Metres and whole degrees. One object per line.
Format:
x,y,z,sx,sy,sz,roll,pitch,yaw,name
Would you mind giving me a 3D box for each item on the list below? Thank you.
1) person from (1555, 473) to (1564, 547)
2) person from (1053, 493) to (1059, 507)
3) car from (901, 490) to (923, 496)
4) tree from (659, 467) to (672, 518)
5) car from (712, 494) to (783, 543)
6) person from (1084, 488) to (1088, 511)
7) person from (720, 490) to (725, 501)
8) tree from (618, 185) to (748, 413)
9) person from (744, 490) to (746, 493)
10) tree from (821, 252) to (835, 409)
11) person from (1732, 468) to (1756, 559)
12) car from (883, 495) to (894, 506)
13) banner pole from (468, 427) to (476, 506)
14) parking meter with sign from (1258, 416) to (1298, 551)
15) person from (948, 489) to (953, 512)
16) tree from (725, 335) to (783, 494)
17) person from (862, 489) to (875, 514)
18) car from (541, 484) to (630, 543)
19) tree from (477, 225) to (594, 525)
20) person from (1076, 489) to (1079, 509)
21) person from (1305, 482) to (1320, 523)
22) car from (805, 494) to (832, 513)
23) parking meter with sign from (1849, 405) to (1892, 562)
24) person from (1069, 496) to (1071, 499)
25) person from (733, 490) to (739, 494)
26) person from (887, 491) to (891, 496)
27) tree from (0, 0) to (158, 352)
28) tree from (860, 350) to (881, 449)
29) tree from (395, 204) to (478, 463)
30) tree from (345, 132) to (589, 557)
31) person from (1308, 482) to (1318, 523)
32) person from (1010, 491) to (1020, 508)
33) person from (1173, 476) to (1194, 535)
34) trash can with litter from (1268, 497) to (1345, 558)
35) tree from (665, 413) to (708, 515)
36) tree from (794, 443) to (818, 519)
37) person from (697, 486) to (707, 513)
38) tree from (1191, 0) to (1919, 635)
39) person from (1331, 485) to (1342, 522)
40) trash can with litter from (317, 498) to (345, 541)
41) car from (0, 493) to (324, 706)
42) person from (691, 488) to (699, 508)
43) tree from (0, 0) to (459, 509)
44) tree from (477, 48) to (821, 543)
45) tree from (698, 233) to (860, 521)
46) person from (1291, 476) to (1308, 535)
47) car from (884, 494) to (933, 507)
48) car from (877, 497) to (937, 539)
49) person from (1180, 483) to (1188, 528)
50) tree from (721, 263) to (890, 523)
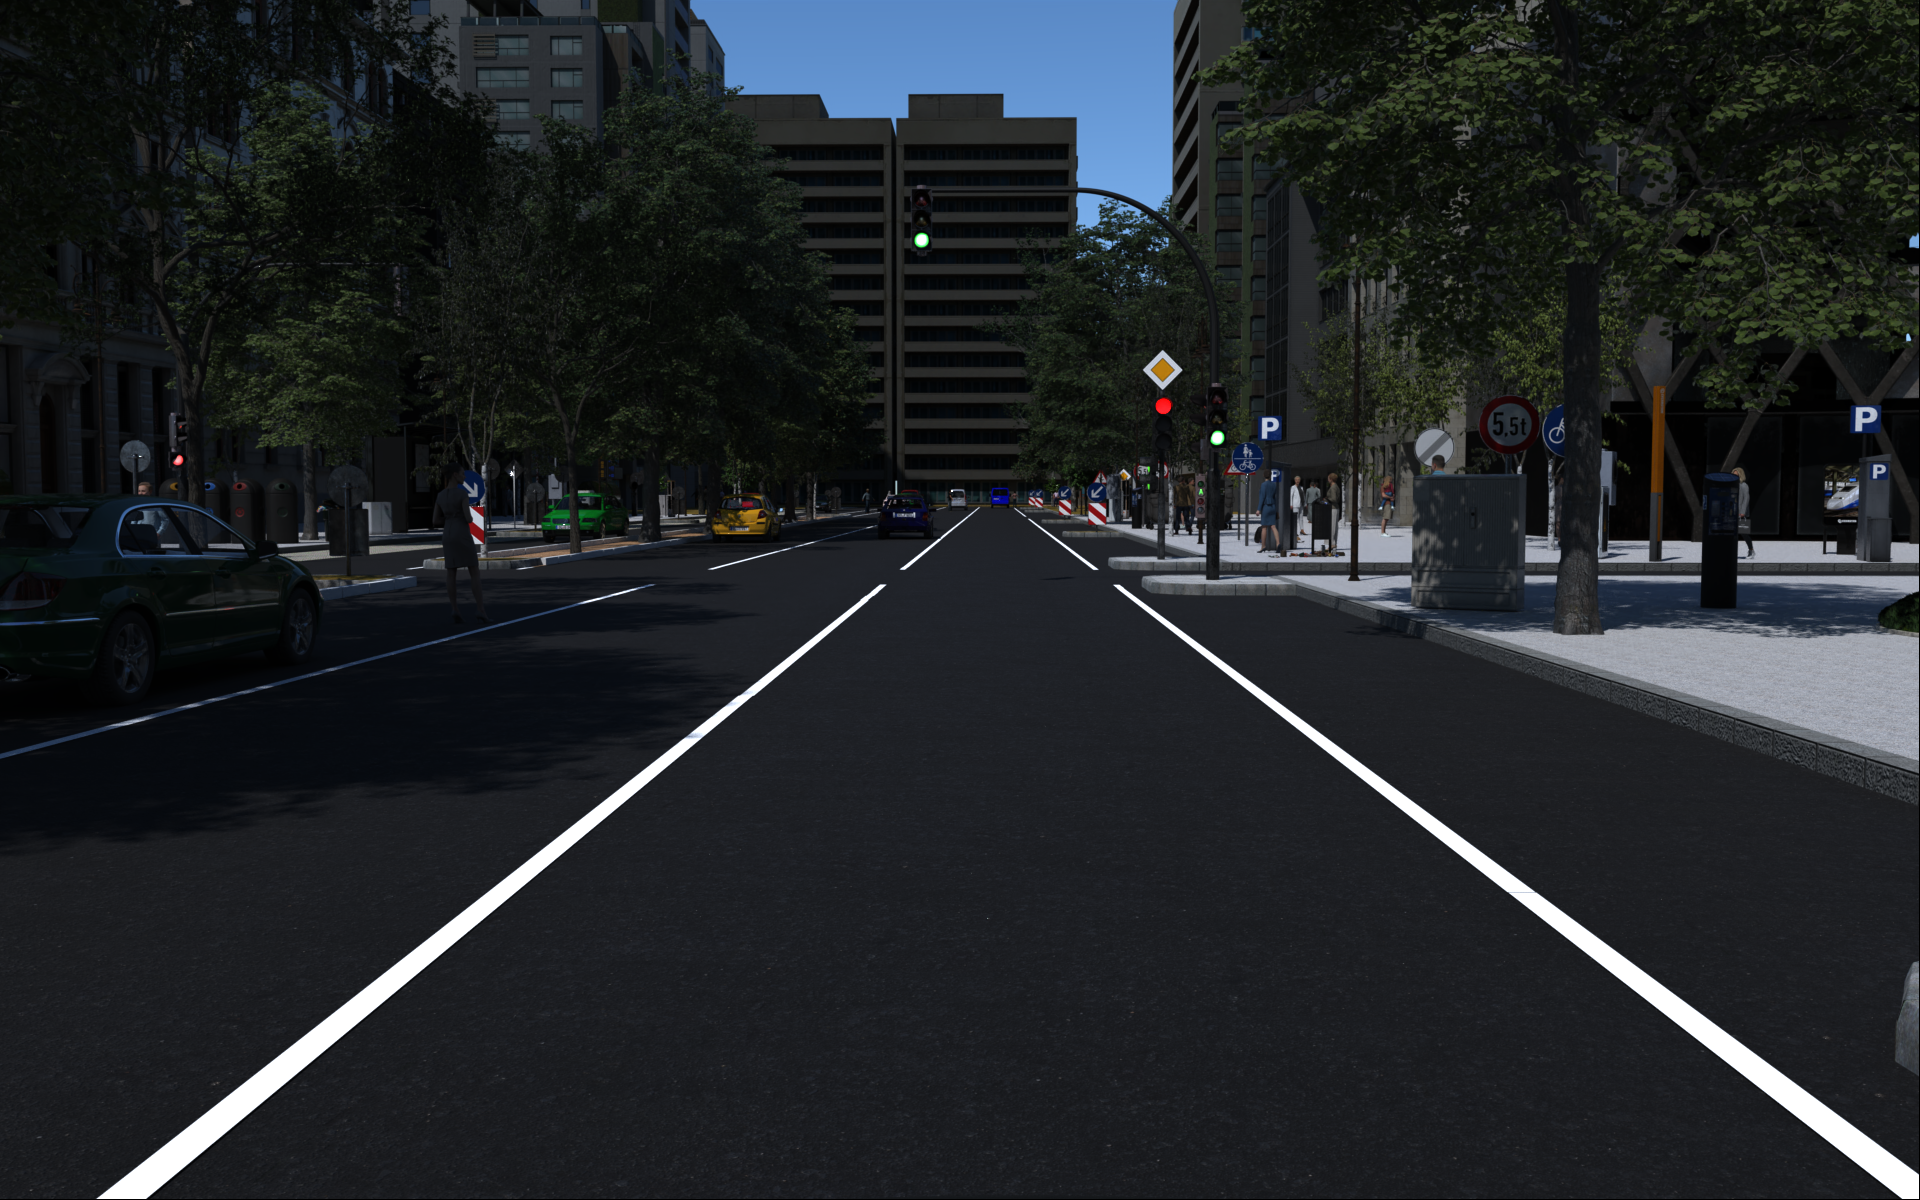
14.696,-2.186,42.126,0.374,1.781,0.599,-2,4,-32,person
9.571,-10.103,172.172,0.756,1.711,0.436,2,4,35,person
-4.460,-9.019,156.137,2.281,1.827,5.304,0,4,0,car
-16.852,-6.116,94.606,1.663,3.219,1.824,0,3,0,tree
-6.367,-2.555,51.990,2.015,1.641,3.980,0,4,0,car
9.455,-7.601,130.338,0.705,1.822,1.348,0,4,1,person
-23.003,-9.830,167.693,0.756,1.711,0.436,3,5,40,person
-9.129,-6.389,41.326,8.767,10.594,7.601,0,4,1,tree
-21.716,-10.401,175.968,0.599,1.838,0.709,-3,4,-37,person
-8.782,-9.301,61.183,9.857,13.997,8.962,0,3,0,tree
15.363,-1.703,34.077,0.728,1.800,0.709,-1,4,-8,person
-4.807,-7.276,131.318,2.083,1.381,4.827,0,4,2,car
-17.931,-4.507,63.701,0.401,3.779,0.863,-2,4,-32,banner pole
7.282,-2.642,39.460,0.543,3.016,1.738,2,4,26,parking meter with sign
-0.778,-8.065,140.370,0.705,1.822,1.348,-1,4,-11,person
-8.722,-7.089,68.729,4.737,8.622,4.395,0,3,0,tree
-6.750,-7.238,126.916,0.705,1.814,1.350,3,4,38,person
-11.303,-2.668,52.420,1.959,1.807,4.718,0,4,3,car
-18.072,-9.322,70.549,7.486,12.596,7.792,0,3,0,tree
9.796,-8.607,146.401,0.705,1.869,1.348,-1,4,-21,person
15.507,-4.279,76.108,0.635,1.810,0.391,0,4,-1,person
-10.838,-7.527,132.857,2.009,1.686,4.222,0,4,2,car
17.565,-2.266,33.310,0.543,3.016,1.738,1,4,15,parking meter with sign
12.421,-11.090,190.371,0.990,1.755,0.434,0,4,2,person
-22.523,-10.256,174.538,0.445,1.727,0.742,3,5,43,person
-6.699,-9.635,166.770,0.721,1.736,1.217,2,4,32,person
-9.641,-5.682,13.477,7.486,12.596,7.792,0,3,0,tree
-8.166,-10.555,93.158,7.486,12.596,7.792,0,3,0,tree
-18.227,-7.959,48.250,7.486,12.596,7.792,0,3,0,tree
-9.717,-5.046,35.328,4.360,8.622,3.978,0,3,0,tree
15.627,-4.308,76.658,0.511,1.800,0.466,-1,4,-16,person
5.623,-10.362,178.619,1.217,1.736,0.721,-1,4,-20,person
7.019,-2.964,54.416,0.656,1.842,0.836,-2,4,-31,person
7.090,-1.504,35.651,2.233,1.210,1.678,-2,4,-34,trash can with litter
-16.058,-11.042,106.296,9.928,11.665,9.643,0,3,0,tree
-8.330,-8.959,99.294,4.360,8.622,3.978,0,3,0,tree
-16.353,-6.458,111.654,1.348,1.821,0.705,1,4,9,person
5.370,-5.979,15.880,7.486,12.596,7.792,0,3,0,tree
17.024,-4.452,78.748,0.836,1.842,0.656,-2,4,-30,person
-16.836,-2.163,46.759,0.624,1.170,1.055,0,4,7,trash can with litter
-6.475,-0.082,13.145,2.131,1.459,4.920,0,4,2,car
-24.820,-9.632,163.550,1.348,1.821,0.705,-2,4,-34,person
-9.567,-5.203,21.940,8.767,10.594,7.601,0,4,1,tree
-9.145,-8.664,50.767,9.857,13.997,8.962,0,3,0,tree
-8.621,-9.434,74.822,7.486,12.596,7.792,0,3,0,tree
10.471,-2.942,54.028,0.818,1.842,0.514,2,4,32,person
-2.107,-3.739,70.918,2.009,1.686,4.222,0,4,-1,car
-1.743,-2.674,56.298,1.945,1.354,3.894,0,4,0,car
8.490,-3.565,65.333,0.522,1.701,0.512,0,4,2,person
-8.321,-10.095,84.523,9.611,12.733,9.660,0,3,0,tree
